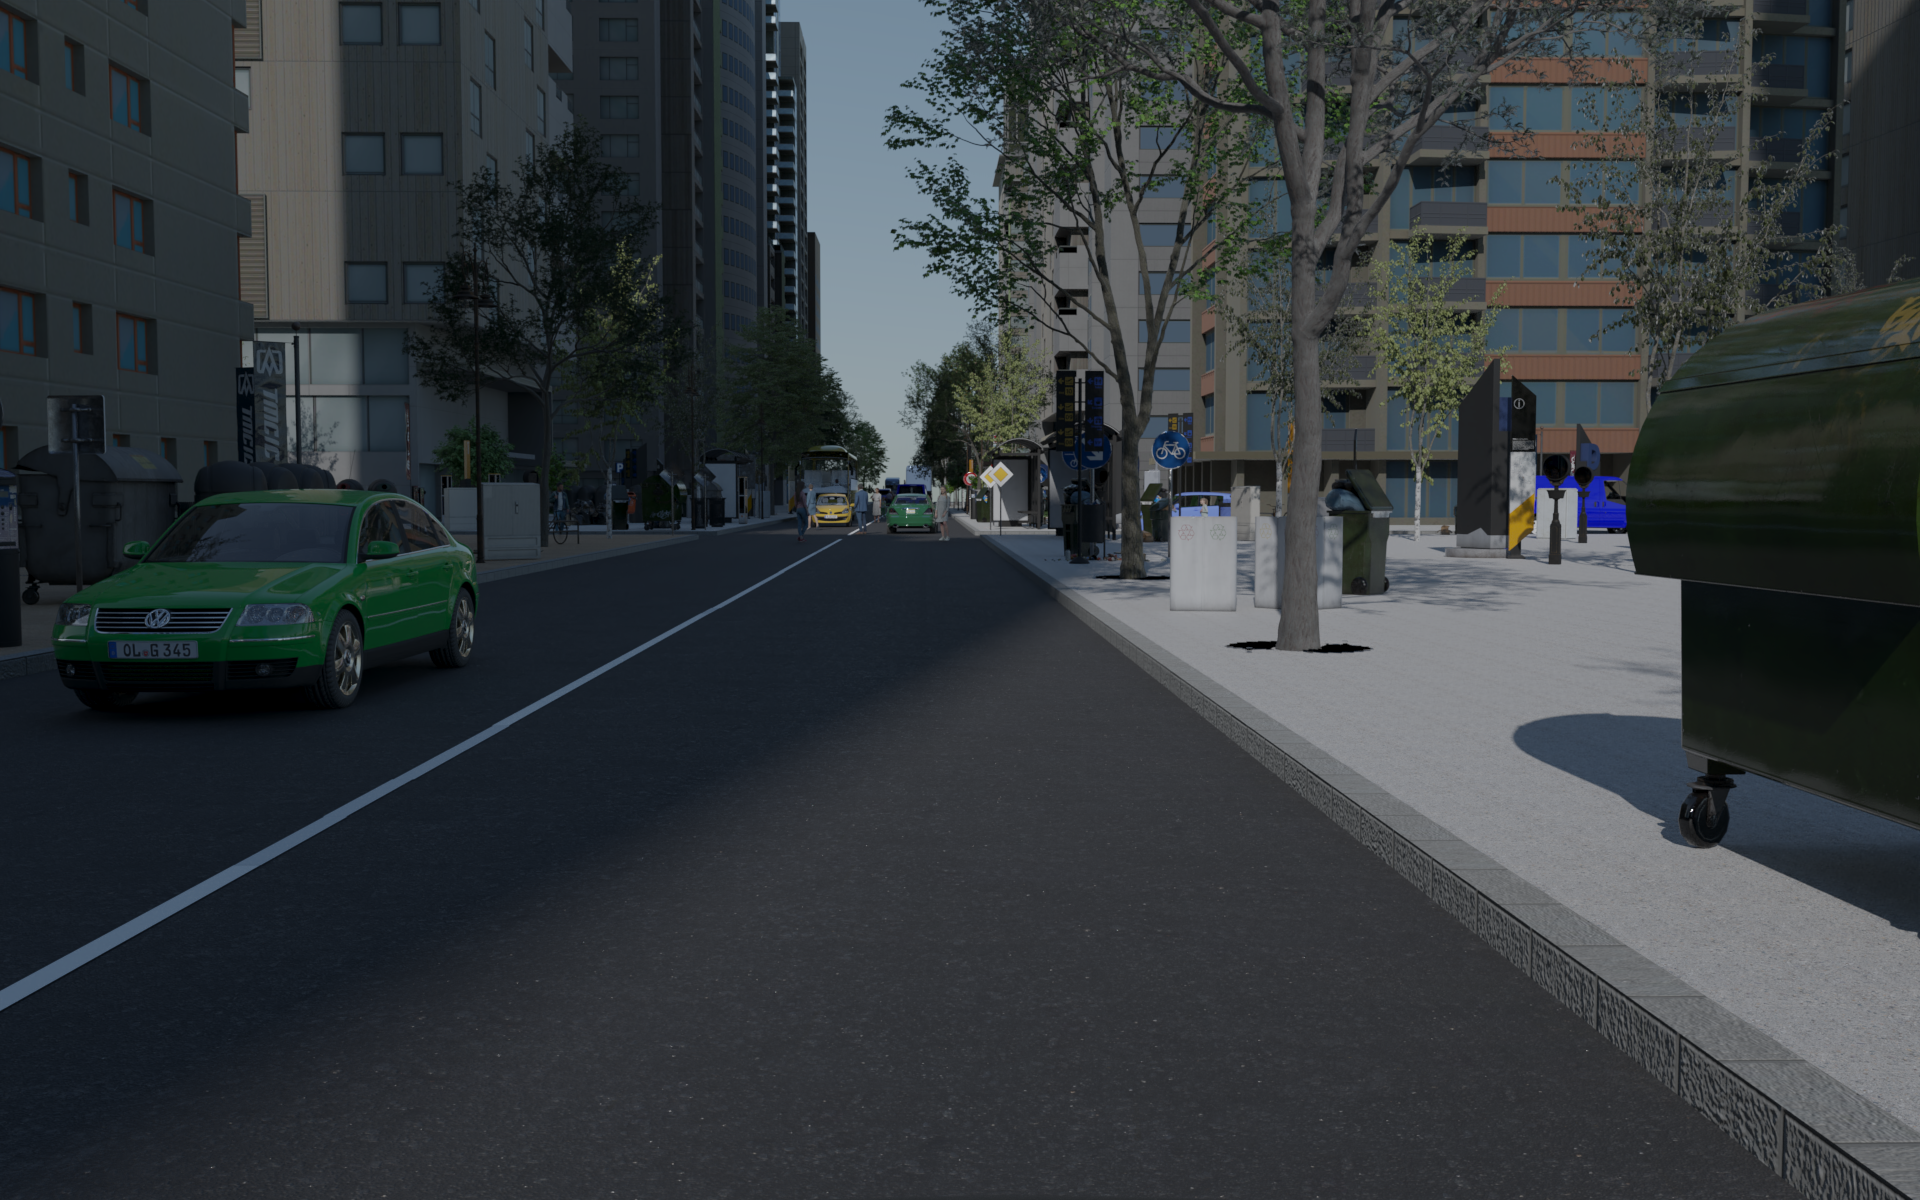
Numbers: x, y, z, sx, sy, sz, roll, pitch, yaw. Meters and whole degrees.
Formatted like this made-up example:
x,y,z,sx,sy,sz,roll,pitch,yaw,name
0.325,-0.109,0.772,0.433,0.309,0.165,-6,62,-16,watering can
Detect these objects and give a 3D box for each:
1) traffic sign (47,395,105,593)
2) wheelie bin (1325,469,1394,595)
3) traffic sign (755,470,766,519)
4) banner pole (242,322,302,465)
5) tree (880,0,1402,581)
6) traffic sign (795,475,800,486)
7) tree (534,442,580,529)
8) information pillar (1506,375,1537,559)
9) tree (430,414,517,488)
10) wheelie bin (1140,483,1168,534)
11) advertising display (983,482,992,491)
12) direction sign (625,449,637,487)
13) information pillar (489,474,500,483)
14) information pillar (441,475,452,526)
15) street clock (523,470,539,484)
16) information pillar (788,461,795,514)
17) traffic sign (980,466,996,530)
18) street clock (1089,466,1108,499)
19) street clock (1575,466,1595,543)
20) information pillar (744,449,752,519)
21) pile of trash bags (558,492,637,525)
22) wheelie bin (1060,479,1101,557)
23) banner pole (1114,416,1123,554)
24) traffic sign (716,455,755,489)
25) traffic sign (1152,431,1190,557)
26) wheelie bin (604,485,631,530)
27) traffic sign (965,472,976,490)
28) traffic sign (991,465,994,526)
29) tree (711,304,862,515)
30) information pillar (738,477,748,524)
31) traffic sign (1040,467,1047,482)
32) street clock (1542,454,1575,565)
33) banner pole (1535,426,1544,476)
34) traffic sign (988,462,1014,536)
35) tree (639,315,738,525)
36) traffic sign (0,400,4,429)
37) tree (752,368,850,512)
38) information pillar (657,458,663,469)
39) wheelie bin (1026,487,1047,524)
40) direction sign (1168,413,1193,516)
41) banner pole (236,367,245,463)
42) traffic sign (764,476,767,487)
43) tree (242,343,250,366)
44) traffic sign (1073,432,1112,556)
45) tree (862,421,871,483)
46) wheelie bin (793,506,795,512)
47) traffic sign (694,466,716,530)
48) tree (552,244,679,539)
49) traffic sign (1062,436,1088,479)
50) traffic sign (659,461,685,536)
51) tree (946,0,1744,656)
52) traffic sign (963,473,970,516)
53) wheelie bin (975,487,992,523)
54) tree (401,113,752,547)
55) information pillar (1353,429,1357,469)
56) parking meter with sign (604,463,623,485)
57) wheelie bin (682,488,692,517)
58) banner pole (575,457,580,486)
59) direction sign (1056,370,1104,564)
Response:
x,y,z,sx,sy,sz,roll,pitch,yaw,name
-9.153,-0.968,17.961,0.606,2.300,0.079,0,4,3,traffic sign
5.091,-0.875,22.212,0.693,1.594,0.980,3,5,40,wheelie bin
-10.502,-5.530,90.519,0.768,2.556,0.104,0,4,4,traffic sign
-9.821,-2.147,25.125,0.863,3.779,0.401,-3,5,-41,banner pole
2.664,-6.128,25.948,9.928,11.665,9.643,0,3,0,tree
-10.596,-6.937,113.521,0.768,2.556,0.104,0,4,7,traffic sign
-14.921,-4.261,64.262,1.663,3.219,1.824,0,3,0,tree
11.083,-2.619,34.172,0.504,3.616,0.183,0,4,4,information pillar
-19.971,-5.348,71.159,4.285,4.588,4.351,0,3,0,tree
5.603,-2.560,49.766,0.693,1.594,0.980,-2,4,-29,wheelie bin
1.718,-5.473,94.693,0.974,1.923,0.123,0,4,-8,advertising display
-16.396,-5.776,86.440,0.876,3.537,0.379,3,5,42,direction sign
-16.794,-3.549,62.521,0.304,2.012,0.304,1,4,17,information pillar
-20.302,-3.915,68.500,0.304,2.012,0.304,1,4,14,information pillar
-13.144,-2.967,53.087,0.358,2.002,0.471,2,4,29,street clock
-10.754,-7.293,110.594,0.183,3.616,0.504,3,5,45,information pillar
1.083,-3.534,61.431,0.795,2.450,0.064,0,4,-1,traffic sign
3.597,-2.473,45.006,0.471,2.002,0.358,-1,4,-12,street clock
16.253,-2.482,45.147,0.471,2.002,0.358,2,4,35,street clock
-10.982,-6.010,89.611,0.183,3.616,0.504,2,4,31,information pillar
-15.022,-3.809,72.036,3.447,1.369,1.912,-3,5,-40,pile of trash bags
2.469,-1.692,35.567,0.693,1.594,0.980,-2,4,-26,wheelie bin
3.522,-2.870,36.943,0.401,3.779,0.863,0,4,-4,banner pole
-11.657,-5.823,89.080,2.265,3.308,0.079,0,4,0,traffic sign
4.254,-2.136,35.036,0.768,2.556,0.104,0,4,4,traffic sign
-12.287,-3.305,61.948,0.980,1.594,0.693,-2,4,-35,wheelie bin
0.651,-6.176,101.076,0.768,2.556,0.104,0,4,3,traffic sign
1.362,-4.288,70.120,0.884,2.594,0.081,0,4,6,traffic sign
-10.933,-11.367,103.975,7.486,12.596,7.792,0,3,0,tree
-9.263,-4.246,73.912,0.304,2.012,0.304,1,4,13,information pillar
3.592,-4.850,79.396,0.768,2.556,0.104,0,4,1,traffic sign
10.836,-1.646,31.487,0.471,2.002,0.358,2,4,33,street clock
21.171,-4.514,63.817,0.863,3.779,0.401,3,4,36,banner pole
1.254,-3.046,53.448,0.795,2.450,0.064,0,4,-1,traffic sign
-10.862,-7.342,70.406,4.360,8.622,3.978,0,3,0,tree
-10.943,-1.164,19.133,0.768,2.556,0.104,0,4,0,traffic sign
-11.631,-11.442,121.481,8.767,10.594,7.601,-3,4,-36,tree
-19.600,-7.449,113.150,0.504,3.616,0.183,2,4,25,information pillar
3.227,-4.046,74.065,0.980,1.594,0.693,0,4,-7,wheelie bin
6.162,-3.454,48.474,0.379,3.537,0.876,-3,5,-44,direction sign
-12.213,-2.447,30.024,0.863,3.779,0.401,1,4,22,banner pole
-10.997,-5.743,96.023,0.606,2.300,0.079,0,4,4,traffic sign
-29.635,-7.205,68.160,4.737,8.622,4.395,0,3,0,tree
2.653,-2.120,34.761,0.768,2.556,0.104,0,4,4,traffic sign
-11.693,-13.080,131.992,7.486,12.596,7.792,0,3,0,tree
-11.857,-7.275,126.857,0.980,1.594,0.693,-1,4,-12,wheelie bin
-9.009,-3.523,61.237,0.795,2.450,0.064,0,4,-1,traffic sign
-10.101,-6.087,49.891,4.737,8.622,4.395,0,3,0,tree
2.611,-2.315,37.957,0.768,2.556,0.104,0,4,-1,traffic sign
-8.839,-3.034,53.254,0.795,2.450,0.064,0,4,-1,traffic sign
2.904,-6.325,13.785,12.009,13.543,11.850,0,3,0,tree
0.586,-6.244,102.198,0.768,2.556,0.104,0,4,0,traffic sign
1.115,-4.276,77.817,0.693,1.594,0.980,-2,4,-25,wheelie bin
-9.824,-6.574,41.900,7.601,10.594,8.767,-1,4,-19,tree
14.125,-4.317,61.942,0.183,3.616,0.504,1,4,17,information pillar
-19.608,-6.177,97.261,1.738,3.016,0.543,3,5,42,parking meter with sign
-14.928,-5.341,95.240,0.980,1.594,0.693,2,4,27,wheelie bin
-23.420,-7.098,106.065,0.401,3.779,0.863,1,4,10,banner pole
2.201,-2.437,31.837,0.876,3.537,0.379,0,4,-3,direction sign
